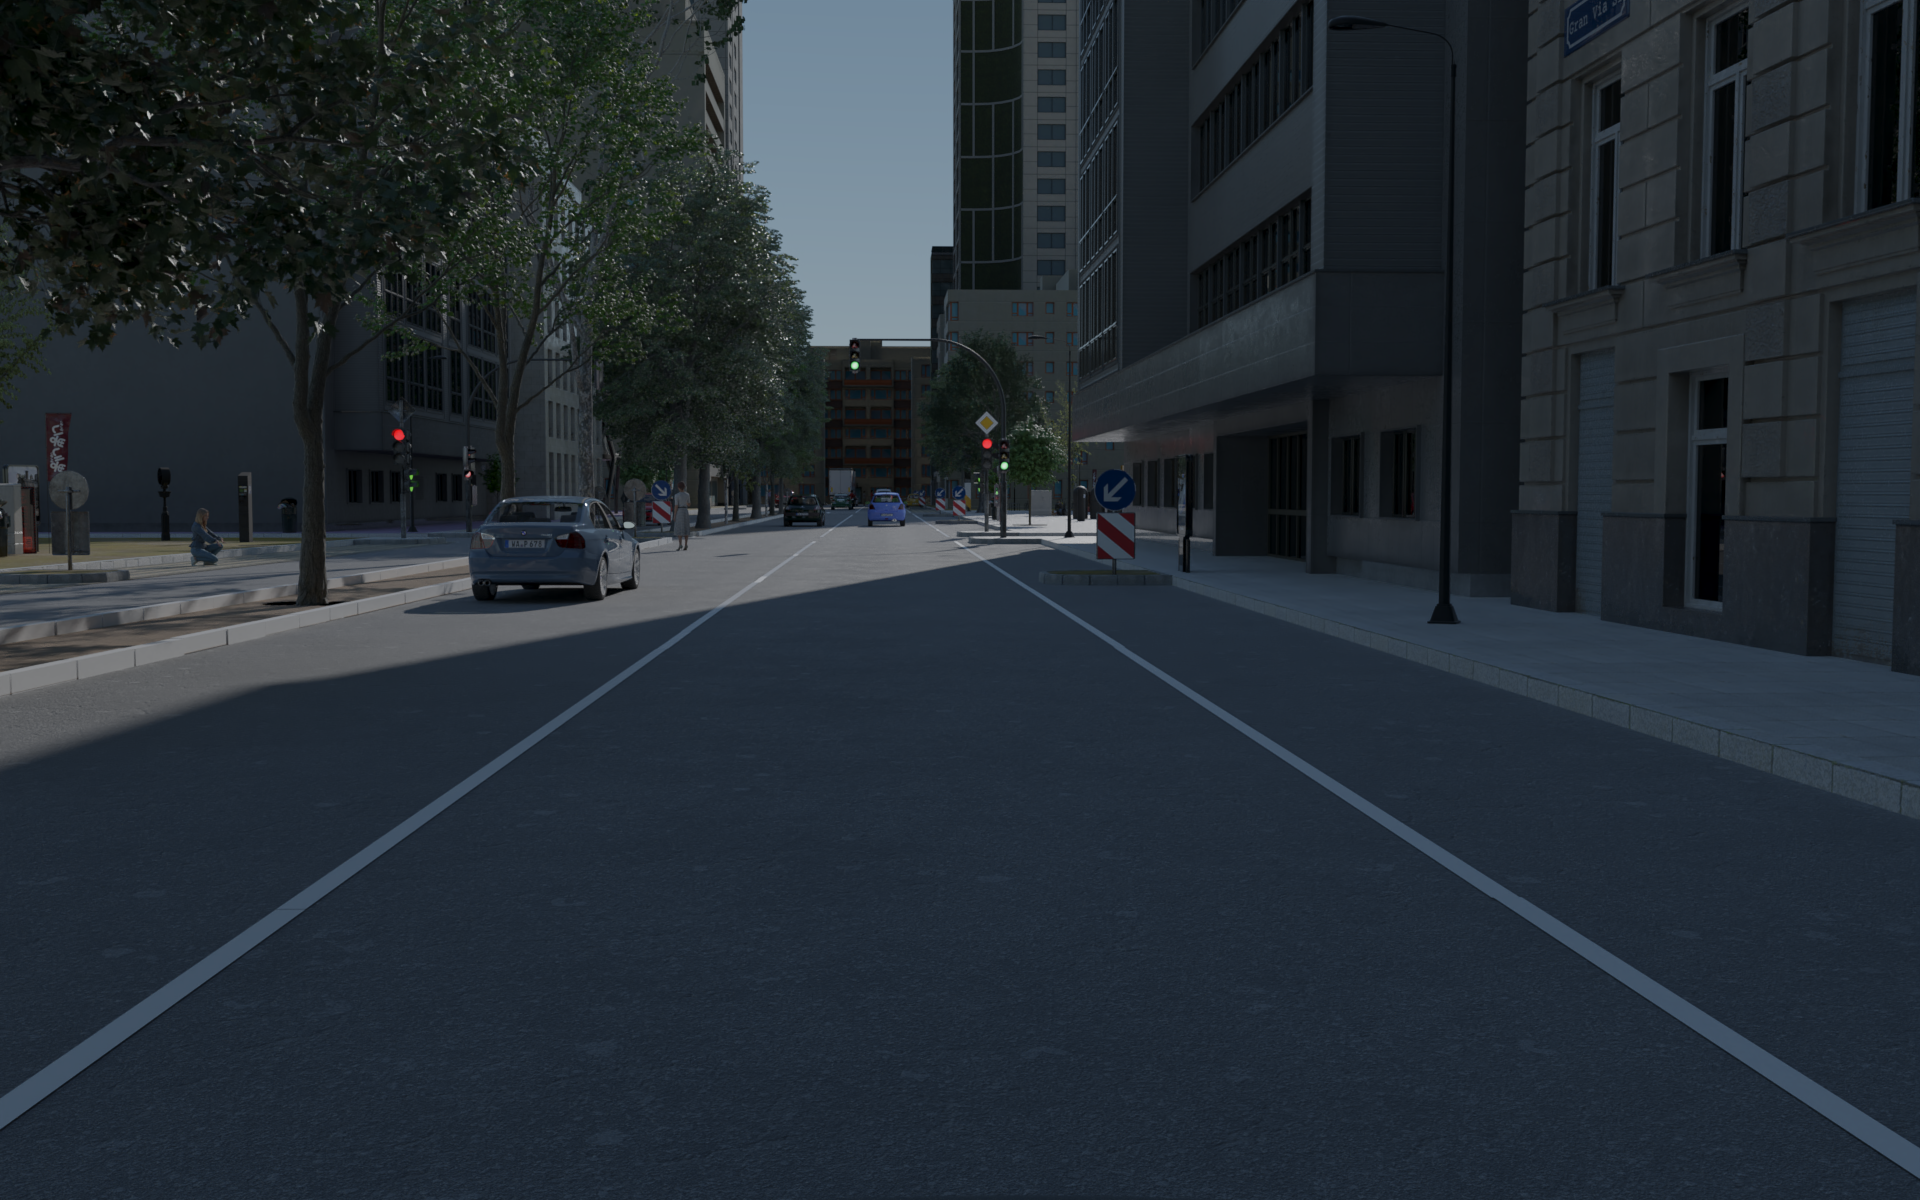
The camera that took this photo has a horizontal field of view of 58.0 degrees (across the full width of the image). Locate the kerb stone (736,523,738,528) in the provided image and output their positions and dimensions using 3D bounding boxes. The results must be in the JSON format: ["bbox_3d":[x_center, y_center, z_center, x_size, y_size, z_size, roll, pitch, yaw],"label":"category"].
[{"bbox_3d":[-9.548,-3.097,72.863,0.120,0.150,1.000,0,4,-3],"label":"kerb stone"}]

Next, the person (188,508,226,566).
[{"bbox_3d":[-14.956,-1.257,34.554,0.738,1.151,1.012,0,4,-5],"label":"person"}]

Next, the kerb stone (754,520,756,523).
[{"bbox_3d":[-10.017,-3.723,83.088,0.120,0.150,1.000,0,4,-3],"label":"kerb stone"}]

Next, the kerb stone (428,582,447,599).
[{"bbox_3d":[-7.366,-0.117,24.116,0.120,0.150,1.000,0,4,-3],"label":"kerb stone"}]

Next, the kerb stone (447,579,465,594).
[{"bbox_3d":[-7.408,-0.180,25.139,0.120,0.150,1.000,0,4,-3],"label":"kerb stone"}]

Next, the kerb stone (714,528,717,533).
[{"bbox_3d":[-9.147,-2.535,63.648,0.120,0.150,1.000,0,4,-3],"label":"kerb stone"}]

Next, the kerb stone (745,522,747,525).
[{"bbox_3d":[-9.785,-3.408,77.975,0.120,0.150,1.000,0,4,-3],"label":"kerb stone"}]

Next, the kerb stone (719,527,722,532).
[{"bbox_3d":[-9.234,-2.660,65.694,0.120,0.150,1.000,0,4,-3],"label":"kerb stone"}]

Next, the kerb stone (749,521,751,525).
[{"bbox_3d":[-9.878,-3.536,80.025,0.120,0.150,1.000,0,4,-3],"label":"kerb stone"}]

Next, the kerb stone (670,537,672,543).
[{"bbox_3d":[-8.554,-1.745,50.725,0.120,0.150,1.000,0,4,-3],"label":"kerb stone"}]

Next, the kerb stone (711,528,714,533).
[{"bbox_3d":[-9.098,-2.472,62.617,0.120,0.150,1.000,0,4,-3],"label":"kerb stone"}]

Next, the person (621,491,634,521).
[{"bbox_3d":[-13.509,-3.848,70.780,0.474,1.900,0.648,2,4,28],"label":"person"}]

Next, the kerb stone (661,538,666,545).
[{"bbox_3d":[-8.460,-1.620,48.683,0.120,0.150,1.000,0,4,-3],"label":"kerb stone"}]

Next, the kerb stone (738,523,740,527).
[{"bbox_3d":[-9.604,-3.161,73.883,0.120,0.150,1.000,0,4,-3],"label":"kerb stone"}]

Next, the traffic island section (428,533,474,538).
[{"bbox_3d":[-16.497,-2.195,58.161,2.009,0.180,2.903,0,4,-3],"label":"traffic island section"}]

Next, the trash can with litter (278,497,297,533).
[{"bbox_3d":[-22.305,-2.817,57.440,0.624,1.170,1.055,-1,4,-23],"label":"trash can with litter"}]

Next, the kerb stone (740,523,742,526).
[{"bbox_3d":[-9.649,-3.224,74.905,0.120,0.150,1.000,0,4,-3],"label":"kerb stone"}]

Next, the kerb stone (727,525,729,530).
[{"bbox_3d":[-9.369,-2.849,68.769,0.120,0.150,1.000,0,4,-3],"label":"kerb stone"}]

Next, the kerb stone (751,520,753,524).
[{"bbox_3d":[-9.922,-3.594,81.046,0.120,0.150,1.000,0,4,-3],"label":"kerb stone"}]

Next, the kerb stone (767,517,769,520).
[{"bbox_3d":[-10.427,-4.289,92.312,0.120,0.150,1.000,0,4,-3],"label":"kerb stone"}]

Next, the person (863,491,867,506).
[{"bbox_3d":[-11.337,-12.076,205.951,0.705,1.824,1.348,-1,4,-21],"label":"person"}]

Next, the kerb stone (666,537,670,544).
[{"bbox_3d":[-8.518,-1.677,49.704,0.120,0.150,1.000,0,4,-3],"label":"kerb stone"}]

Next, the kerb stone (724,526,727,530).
[{"bbox_3d":[-9.330,-2.785,67.736,0.120,0.150,1.000,0,4,-3],"label":"kerb stone"}]

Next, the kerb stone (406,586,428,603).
[{"bbox_3d":[-7.316,-0.055,23.094,0.120,0.150,1.000,0,4,-3],"label":"kerb stone"}]

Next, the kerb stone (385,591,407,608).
[{"bbox_3d":[-7.275,0.010,22.069,0.120,0.150,1.000,0,4,-3],"label":"kerb stone"}]

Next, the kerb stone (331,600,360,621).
[{"bbox_3d":[-7.182,0.133,20.025,0.120,0.150,1.000,0,4,-3],"label":"kerb stone"}]

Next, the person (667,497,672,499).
[{"bbox_3d":[-19.231,-6.410,113.859,0.519,1.759,0.362,1,4,13],"label":"person"}]

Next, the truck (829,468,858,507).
[{"bbox_3d":[-13.087,-12.558,194.241,2.839,4.237,11.283,0,4,-1],"label":"truck"}]

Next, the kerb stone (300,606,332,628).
[{"bbox_3d":[-7.135,0.196,18.998,0.120,0.150,1.000,0,4,-3],"label":"kerb stone"}]

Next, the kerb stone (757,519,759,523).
[{"bbox_3d":[-10.117,-3.844,85.135,0.120,0.150,1.000,0,4,-3],"label":"kerb stone"}]

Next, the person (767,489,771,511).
[{"bbox_3d":[-15.832,-8.261,143.436,0.599,1.838,0.709,-3,5,-44],"label":"person"}]

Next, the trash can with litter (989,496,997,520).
[{"bbox_3d":[1.859,-4.518,85.260,0.624,1.170,1.055,2,4,28],"label":"trash can with litter"}]

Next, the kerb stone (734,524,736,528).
[{"bbox_3d":[-9.518,-3.036,71.840,0.120,0.150,1.000,0,4,-3],"label":"kerb stone"}]

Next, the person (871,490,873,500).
[{"bbox_3d":[-8.311,-9.544,164.483,0.705,1.831,1.348,0,4,-6],"label":"person"}]

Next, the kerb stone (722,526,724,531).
[{"bbox_3d":[-9.283,-2.723,66.715,0.120,0.150,1.000,0,4,-3],"label":"kerb stone"}]

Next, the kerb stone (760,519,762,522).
[{"bbox_3d":[-10.200,-3.975,87.183,0.120,0.150,1.000,0,4,-3],"label":"kerb stone"}]

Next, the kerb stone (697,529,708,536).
[{"bbox_3d":[-8.996,-2.347,60.575,0.120,0.150,1.000,0,4,-3],"label":"kerb stone"}]

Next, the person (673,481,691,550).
[{"bbox_3d":[-7.113,-2.145,44.144,0.480,1.755,0.524,-3,5,-41],"label":"person"}]

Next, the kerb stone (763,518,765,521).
[{"bbox_3d":[-10.288,-4.099,89.238,0.120,0.150,1.000,0,4,-3],"label":"kerb stone"}]

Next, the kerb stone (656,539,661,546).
[{"bbox_3d":[-8.426,-1.557,47.662,0.120,0.150,1.000,0,4,-3],"label":"kerb stone"}]

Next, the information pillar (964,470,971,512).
[{"bbox_3d":[0.573,-8.272,126.603,0.504,3.616,0.183,-2,4,-24],"label":"information pillar"}]

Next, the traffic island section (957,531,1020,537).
[{"bbox_3d":[0.927,-2.242,58.938,2.009,0.180,2.903,0,4,-3],"label":"traffic island section"}]

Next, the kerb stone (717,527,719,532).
[{"bbox_3d":[-9.186,-2.598,64.673,0.120,0.150,1.000,0,4,-3],"label":"kerb stone"}]

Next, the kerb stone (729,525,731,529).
[{"bbox_3d":[-9.416,-2.911,69.794,0.120,0.150,1.000,0,4,-3],"label":"kerb stone"}]

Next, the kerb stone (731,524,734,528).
[{"bbox_3d":[-9.464,-2.974,70.816,0.120,0.150,1.000,0,4,-3],"label":"kerb stone"}]

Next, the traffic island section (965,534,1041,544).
[{"bbox_3d":[1.287,-1.754,50.961,2.009,0.180,2.903,0,4,-3],"label":"traffic island section"}]

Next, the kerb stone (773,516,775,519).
[{"bbox_3d":[-10.664,-4.602,97.433,0.120,0.150,1.000,0,4,-3],"label":"kerb stone"}]

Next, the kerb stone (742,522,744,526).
[{"bbox_3d":[-9.690,-3.287,75.932,0.120,0.150,1.000,0,4,-3],"label":"kerb stone"}]

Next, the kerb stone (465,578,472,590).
[{"bbox_3d":[-7.457,-0.243,26.169,0.120,0.150,1.000,0,4,-3],"label":"kerb stone"}]

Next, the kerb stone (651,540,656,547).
[{"bbox_3d":[-8.376,-1.495,46.640,0.120,0.150,1.000,0,4,-3],"label":"kerb stone"}]

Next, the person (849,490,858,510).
[{"bbox_3d":[-9.898,-9.231,159.362,0.705,1.831,1.348,-3,5,-40],"label":"person"}]

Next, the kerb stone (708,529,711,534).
[{"bbox_3d":[-9.047,-2.405,61.596,0.120,0.150,1.000,0,4,-3],"label":"kerb stone"}]

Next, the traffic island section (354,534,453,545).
[{"bbox_3d":[-16.137,-1.707,50.184,2.009,0.180,2.903,0,4,-3],"label":"traffic island section"}]

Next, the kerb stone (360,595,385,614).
[{"bbox_3d":[-7.223,0.070,21.047,0.120,0.150,1.000,0,4,-3],"label":"kerb stone"}]

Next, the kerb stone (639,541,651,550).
[{"bbox_3d":[-8.333,-1.429,45.616,0.120,0.150,1.000,0,4,-3],"label":"kerb stone"}]

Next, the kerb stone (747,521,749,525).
[{"bbox_3d":[-9.842,-3.471,78.996,0.120,0.150,1.000,0,4,-3],"label":"kerb stone"}]

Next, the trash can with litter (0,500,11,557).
[{"bbox_3d":[-19.750,-1.440,34.933,1.055,1.170,0.624,0,4,-4],"label":"trash can with litter"}]
